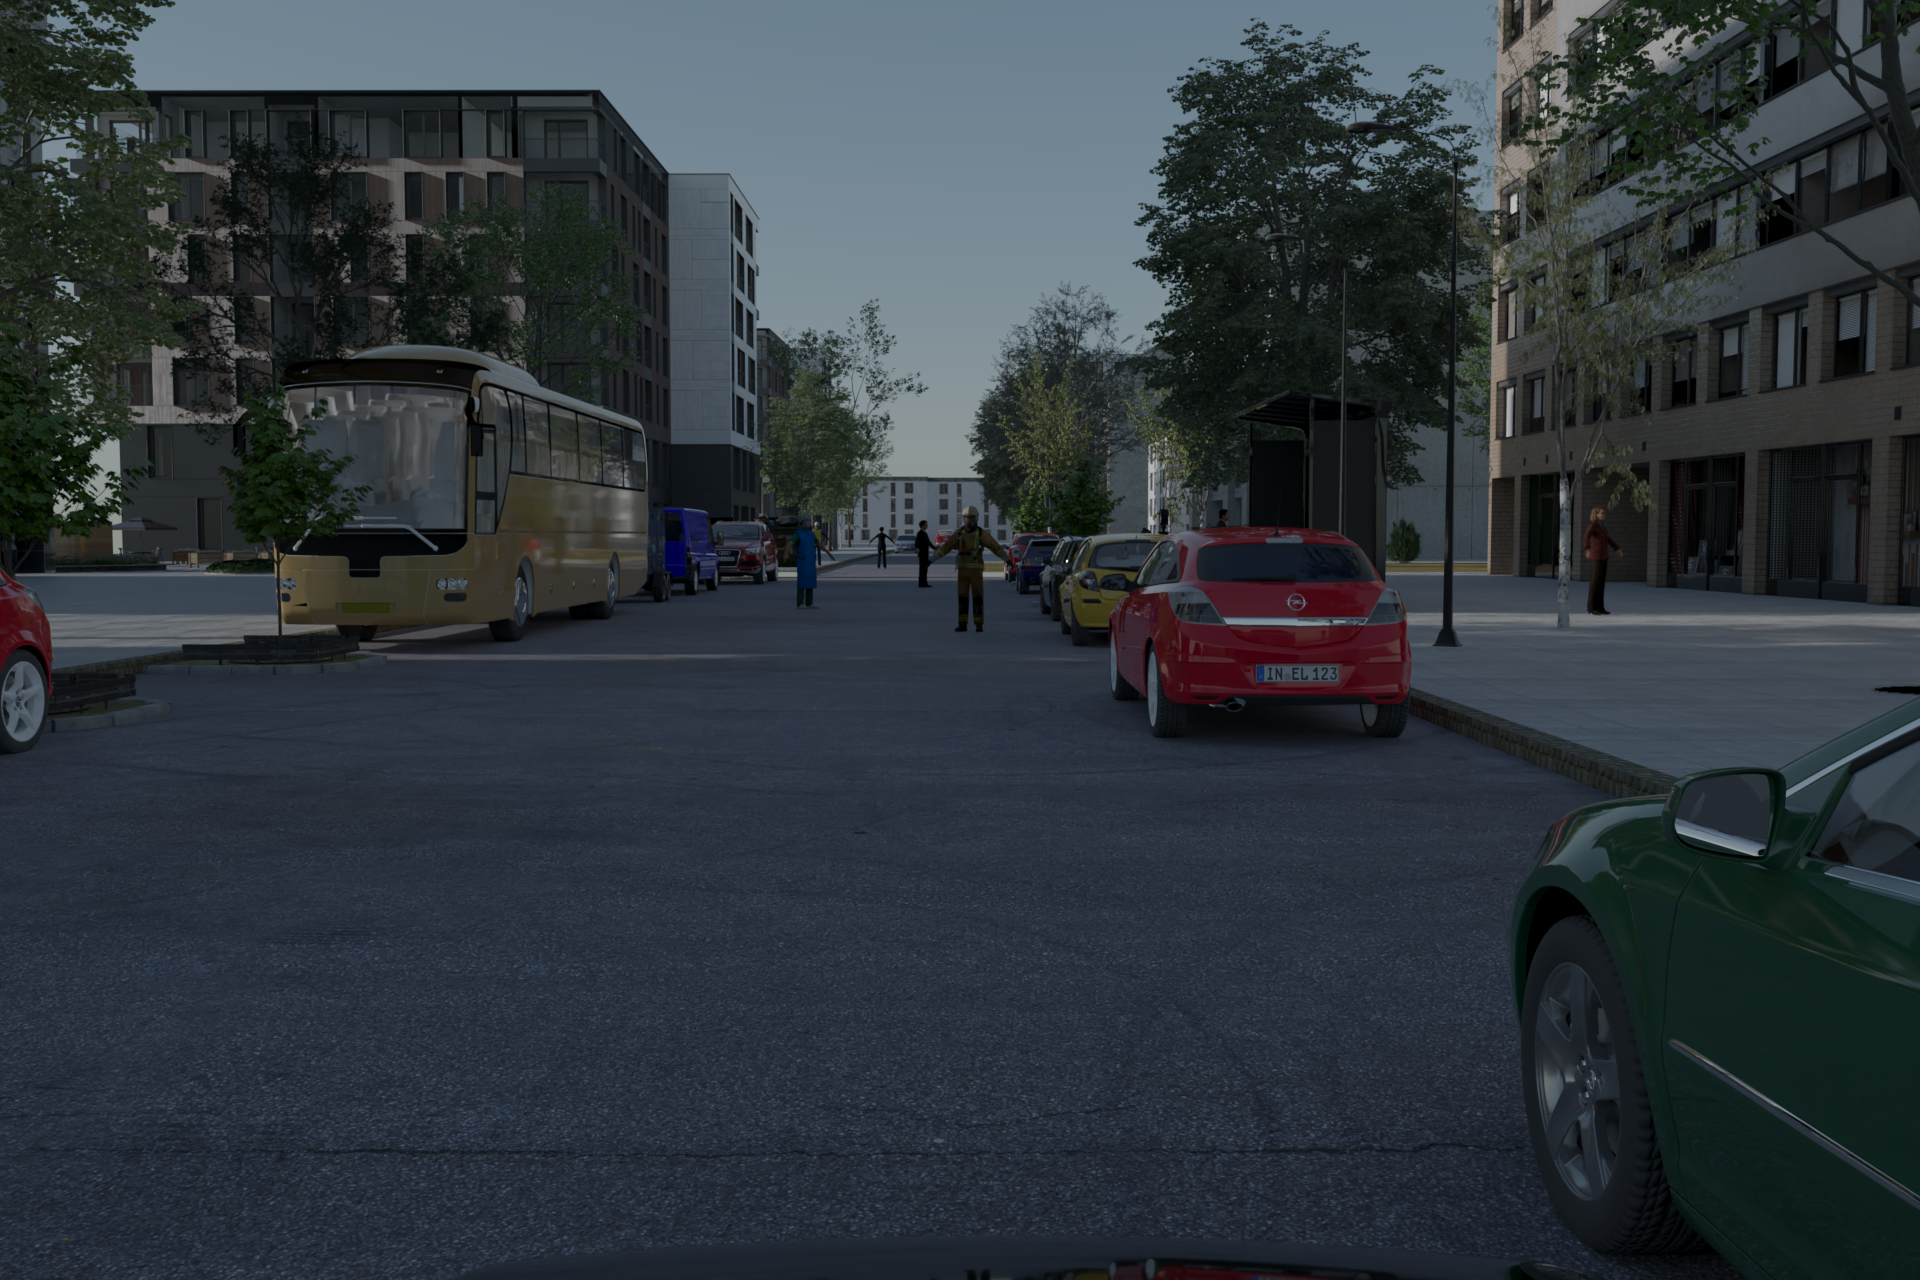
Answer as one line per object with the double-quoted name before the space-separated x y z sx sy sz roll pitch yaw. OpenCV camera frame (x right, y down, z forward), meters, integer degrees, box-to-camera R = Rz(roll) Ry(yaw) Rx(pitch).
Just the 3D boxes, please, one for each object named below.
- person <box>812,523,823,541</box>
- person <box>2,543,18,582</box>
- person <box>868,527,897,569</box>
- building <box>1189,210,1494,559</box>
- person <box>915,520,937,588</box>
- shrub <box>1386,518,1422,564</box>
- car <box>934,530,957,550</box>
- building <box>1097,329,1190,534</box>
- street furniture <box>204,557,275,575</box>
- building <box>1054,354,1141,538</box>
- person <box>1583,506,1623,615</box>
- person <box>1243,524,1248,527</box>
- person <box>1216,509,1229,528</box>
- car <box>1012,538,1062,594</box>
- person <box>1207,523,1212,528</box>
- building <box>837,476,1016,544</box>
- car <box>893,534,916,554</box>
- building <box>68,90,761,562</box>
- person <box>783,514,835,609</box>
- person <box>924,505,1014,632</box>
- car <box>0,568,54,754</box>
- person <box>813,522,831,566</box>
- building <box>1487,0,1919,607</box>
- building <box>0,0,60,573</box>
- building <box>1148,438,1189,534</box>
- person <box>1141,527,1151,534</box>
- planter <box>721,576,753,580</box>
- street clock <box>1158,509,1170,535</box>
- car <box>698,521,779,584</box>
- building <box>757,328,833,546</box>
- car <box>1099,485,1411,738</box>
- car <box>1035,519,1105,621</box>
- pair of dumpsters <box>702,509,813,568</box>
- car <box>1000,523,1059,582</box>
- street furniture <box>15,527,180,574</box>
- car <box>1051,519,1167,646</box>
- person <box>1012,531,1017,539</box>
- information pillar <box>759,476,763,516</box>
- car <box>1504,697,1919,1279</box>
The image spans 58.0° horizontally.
"person" -7.445 -4.956 87.177 1.345 1.843 0.704 3 4 37
"person" -20.453 -1.854 37.137 0.721 1.735 1.217 -2 4 -28
"person" -3.244 -3.845 72.048 1.216 1.740 0.721 0 4 3
"building" 24.164 -14.491 103.388 16.747 18.905 31.486 0 3 0
"person" -0.951 -2.314 46.472 0.705 1.806 1.347 1 4 22
"shrub" 19.280 -4.336 75.310 1.690 2.028 1.600 0 3 0
"car" -1.244 -9.055 156.723 2.281 1.827 5.304 0 4 0
"building" 24.066 -21.395 180.738 19.493 23.208 18.063 0 4 0
"street furniture" -20.813 -2.675 59.357 10.072 0.657 5.734 -3 4 -36
"building" 24.130 -22.558 212.800 27.936 21.610 32.646 0 4 0
"person" 10.205 -1.266 27.499 1.215 1.729 0.721 -3 5 -45
"person" 13.382 -4.536 80.881 1.216 1.740 0.721 -1 4 -19
"person" 5.683 -1.907 37.228 0.704 1.823 1.345 0 4 4
"car" 2.262 -1.830 42.505 1.945 1.354 3.894 0 4 0
"person" 12.128 -4.766 84.050 0.705 1.813 1.348 0 4 0
"building" -5.120 -18.836 252.578 28.070 9.664 9.099 0 4 -6
"car" -3.905 -7.105 128.169 2.014 1.417 4.499 0 4 0
"building" -26.993 -15.436 96.353 27.936 21.610 32.646 0 4 0
"person" -2.942 -1.508 33.248 0.704 1.817 1.347 3 5 40
"person" 0.149 -1.050 25.393 1.354 1.858 0.705 1 4 15
"car" -7.005 -0.051 9.876 2.155 1.783 4.494 0 4 0
"person" -5.813 -3.890 70.072 1.216 1.772 0.721 -1 4 -18
"building" 26.272 -13.679 30.229 21.656 26.213 47.522 0 4 0
"building" -33.007 -15.884 39.287 16.754 29.471 25.880 0 4 -1
"building" 20.894 -11.917 136.989 9.099 9.664 28.070 0 4 0
"person" 4.035 -1.868 39.770 0.799 1.438 0.628 -3 5 -43
"planter" -7.294 -2.071 55.005 1.991 0.319 1.994 0 4 1
"street clock" 5.897 -2.789 50.163 0.358 2.002 0.471 0 4 0
"car" -6.554 -2.585 50.932 2.281 1.827 5.304 0 4 0
"building" -29.131 -21.057 188.255 27.936 21.610 32.646 0 4 1
"car" 2.218 -0.283 13.675 2.155 1.783 4.494 0 4 -1
"car" 2.326 -1.228 29.857 2.009 1.686 4.222 0 4 -1
"pair of dumpsters" -7.090 -3.195 57.191 4.436 2.255 1.574 0 4 0
"car" 2.294 -2.675 52.774 2.155 1.783 4.494 0 4 -1
"street furniture" -31.177 -3.247 59.941 9.812 1.723 11.010 2 4 26
"car" 2.279 -0.818 23.590 2.015 1.641 3.980 0 4 0
"person" 2.938 -5.329 96.399 0.599 1.433 0.991 0 4 7
"information pillar" -8.060 -4.826 70.264 0.183 3.616 0.504 0 4 1
"car" 2.165 0.594 2.093 2.131 1.459 4.920 0 4 -1
